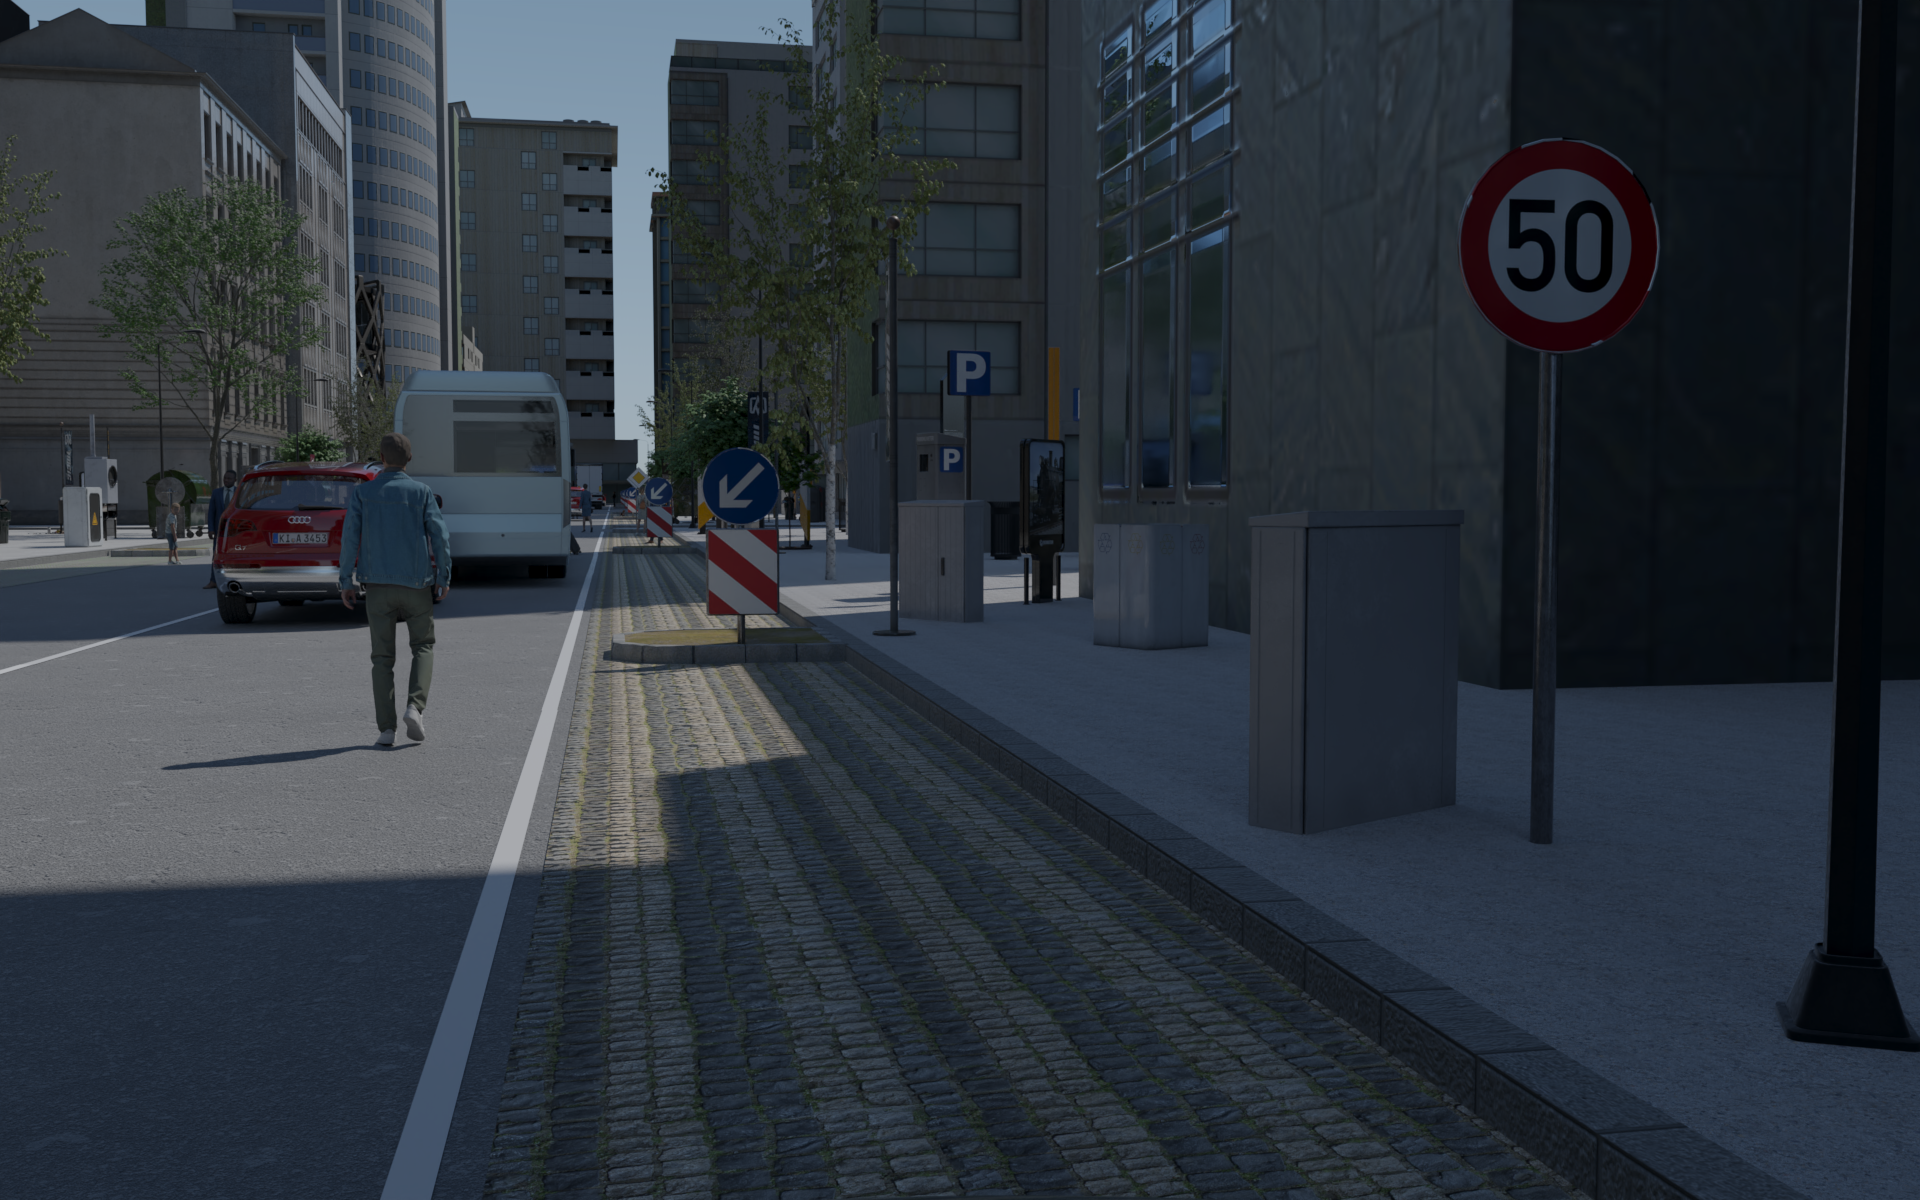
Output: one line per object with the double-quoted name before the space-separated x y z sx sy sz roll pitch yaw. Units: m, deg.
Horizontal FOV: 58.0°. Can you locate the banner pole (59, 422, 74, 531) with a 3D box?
"banner pole" -31.022 -4.289 60.149 0.863 3.779 0.401 2 4 33

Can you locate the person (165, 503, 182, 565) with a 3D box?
"person" -15.996 -1.348 35.224 0.352 1.250 0.332 1 4 11

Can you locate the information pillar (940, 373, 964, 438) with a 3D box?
"information pillar" -0.124 -2.341 29.632 0.504 3.616 0.183 -3 5 -41

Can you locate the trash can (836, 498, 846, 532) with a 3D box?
"trash can" -3.785 -2.857 58.359 0.748 1.137 0.748 0 3 0

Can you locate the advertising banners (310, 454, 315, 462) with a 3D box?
"advertising banners" -28.303 -4.817 74.944 0.090 3.025 2.074 0 4 2

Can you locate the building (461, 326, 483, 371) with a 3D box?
"building" -70.405 -21.583 197.926 28.899 21.520 27.650 -1 4 -11

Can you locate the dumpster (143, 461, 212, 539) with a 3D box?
"dumpster" -22.919 -2.949 50.709 1.502 2.255 1.985 -1 4 -11

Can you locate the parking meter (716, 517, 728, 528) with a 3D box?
"parking meter" -7.769 -2.938 56.446 0.372 1.533 0.369 0 3 0

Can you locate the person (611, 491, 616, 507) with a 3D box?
"person" -38.418 -11.175 192.029 0.721 1.723 1.217 1 4 12

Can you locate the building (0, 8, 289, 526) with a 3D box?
"building" -37.435 -14.078 79.327 9.793 20.994 18.267 -1 4 -11

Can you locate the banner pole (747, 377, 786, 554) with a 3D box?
"banner pole" -4.175 -2.889 37.257 0.863 3.779 0.401 0 4 8

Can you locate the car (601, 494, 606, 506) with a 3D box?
"car" -43.089 -12.024 205.259 2.281 1.827 5.304 -1 4 -10

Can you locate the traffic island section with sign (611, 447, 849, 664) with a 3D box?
"traffic island section with sign" -2.113 -0.419 15.472 1.989 1.847 2.006 -1 4 -11

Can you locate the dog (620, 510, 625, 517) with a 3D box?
"dog" -19.669 -4.991 100.887 0.540 0.507 0.406 1 4 15

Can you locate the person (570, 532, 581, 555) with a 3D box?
"person" -9.636 -1.946 40.528 1.509 1.804 0.699 -2 4 -23

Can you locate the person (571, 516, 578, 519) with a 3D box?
"person" -22.168 -5.574 99.842 0.606 1.804 0.583 -3 5 -40

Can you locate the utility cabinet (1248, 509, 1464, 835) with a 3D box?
"utility cabinet" 1.582 0.260 6.914 1.020 1.237 0.306 -3 5 -41

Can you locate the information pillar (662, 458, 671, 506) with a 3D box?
"information pillar" -16.511 -6.489 97.448 0.504 3.616 0.183 1 4 10

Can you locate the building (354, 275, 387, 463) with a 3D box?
"building" -47.722 -15.245 116.700 16.820 18.784 16.811 -1 4 -11

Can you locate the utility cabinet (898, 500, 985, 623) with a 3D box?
"utility cabinet" -0.204 -0.398 17.670 0.306 1.237 1.020 -3 5 -42

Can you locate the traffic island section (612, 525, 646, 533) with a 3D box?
"traffic island section" -11.912 -2.580 64.466 2.009 0.180 2.903 -1 4 -11

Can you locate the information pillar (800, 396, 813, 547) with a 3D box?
"information pillar" -3.738 -3.087 41.822 0.183 3.616 0.504 -2 4 -26

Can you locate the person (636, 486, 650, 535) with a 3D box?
"person" -10.935 -3.071 59.716 0.512 1.701 0.522 -1 4 -11

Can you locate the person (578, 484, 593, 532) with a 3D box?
"person" -13.963 -3.436 64.695 0.581 1.822 0.654 -2 4 -34

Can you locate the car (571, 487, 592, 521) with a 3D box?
"car" -20.959 -5.172 93.232 2.281 1.827 5.304 -1 4 -13

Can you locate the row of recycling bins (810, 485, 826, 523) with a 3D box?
"row of recycling bins" -6.752 -4.404 79.117 1.069 1.692 3.534 0 4 2

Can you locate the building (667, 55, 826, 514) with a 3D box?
"building" -12.938 -21.250 119.146 14.160 30.474 14.107 -1 4 -11

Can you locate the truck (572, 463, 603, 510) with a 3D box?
"truck" -35.132 -10.689 163.675 2.839 4.237 11.283 -1 4 -13

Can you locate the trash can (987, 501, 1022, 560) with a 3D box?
"trash can" 0.898 -1.359 33.868 0.748 1.137 0.748 0 3 0

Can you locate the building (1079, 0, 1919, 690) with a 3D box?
"building" 15.457 -42.405 5.989 22.319 86.520 31.000 -1 4 -11

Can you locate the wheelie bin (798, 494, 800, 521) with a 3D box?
"wheelie bin" -7.222 -4.550 82.295 0.693 1.594 0.980 3 5 44

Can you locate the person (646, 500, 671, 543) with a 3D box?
"person" -8.718 -2.529 50.039 0.721 1.800 0.419 0 4 6

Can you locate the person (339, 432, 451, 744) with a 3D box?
"person" -3.217 -0.064 9.888 0.601 1.785 0.444 -1 4 -14

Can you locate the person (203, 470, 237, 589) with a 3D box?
"person" -11.167 -1.082 26.378 0.721 1.800 0.419 -2 4 -23

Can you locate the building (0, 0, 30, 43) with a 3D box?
"building" -49.527 -14.891 73.153 15.834 23.373 12.332 -1 4 -11

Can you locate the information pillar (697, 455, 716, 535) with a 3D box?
"information pillar" -8.095 -3.889 54.947 0.504 3.616 0.183 -1 4 -18

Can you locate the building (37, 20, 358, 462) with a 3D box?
"building" -41.892 -17.110 97.763 12.078 24.808 19.932 -1 4 -11

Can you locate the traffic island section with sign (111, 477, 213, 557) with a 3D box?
"traffic island section with sign" -18.404 -1.931 40.208 1.989 1.847 2.006 -1 4 -11

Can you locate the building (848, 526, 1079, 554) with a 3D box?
"building" 3.815 -22.045 44.029 14.154 41.232 14.086 -1 4 -11

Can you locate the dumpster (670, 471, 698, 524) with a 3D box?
"dumpster" -11.764 -4.393 74.317 1.502 2.255 1.985 -1 4 -11

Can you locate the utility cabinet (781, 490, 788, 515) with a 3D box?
"utility cabinet" -10.597 -5.913 105.358 0.318 1.500 1.173 0 4 5

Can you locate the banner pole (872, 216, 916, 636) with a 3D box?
"banner pole" -0.636 -1.584 15.919 0.401 3.779 0.863 -1 4 -9

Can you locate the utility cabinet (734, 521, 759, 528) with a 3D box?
"utility cabinet" -6.746 -2.810 54.626 0.318 1.500 1.173 -3 4 -36

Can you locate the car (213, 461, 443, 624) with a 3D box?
"car" -7.469 -0.744 20.833 2.281 1.827 5.304 -1 4 -11

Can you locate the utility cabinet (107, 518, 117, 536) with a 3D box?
"utility cabinet" -26.164 -2.670 52.327 1.173 1.500 0.318 -1 4 -19
